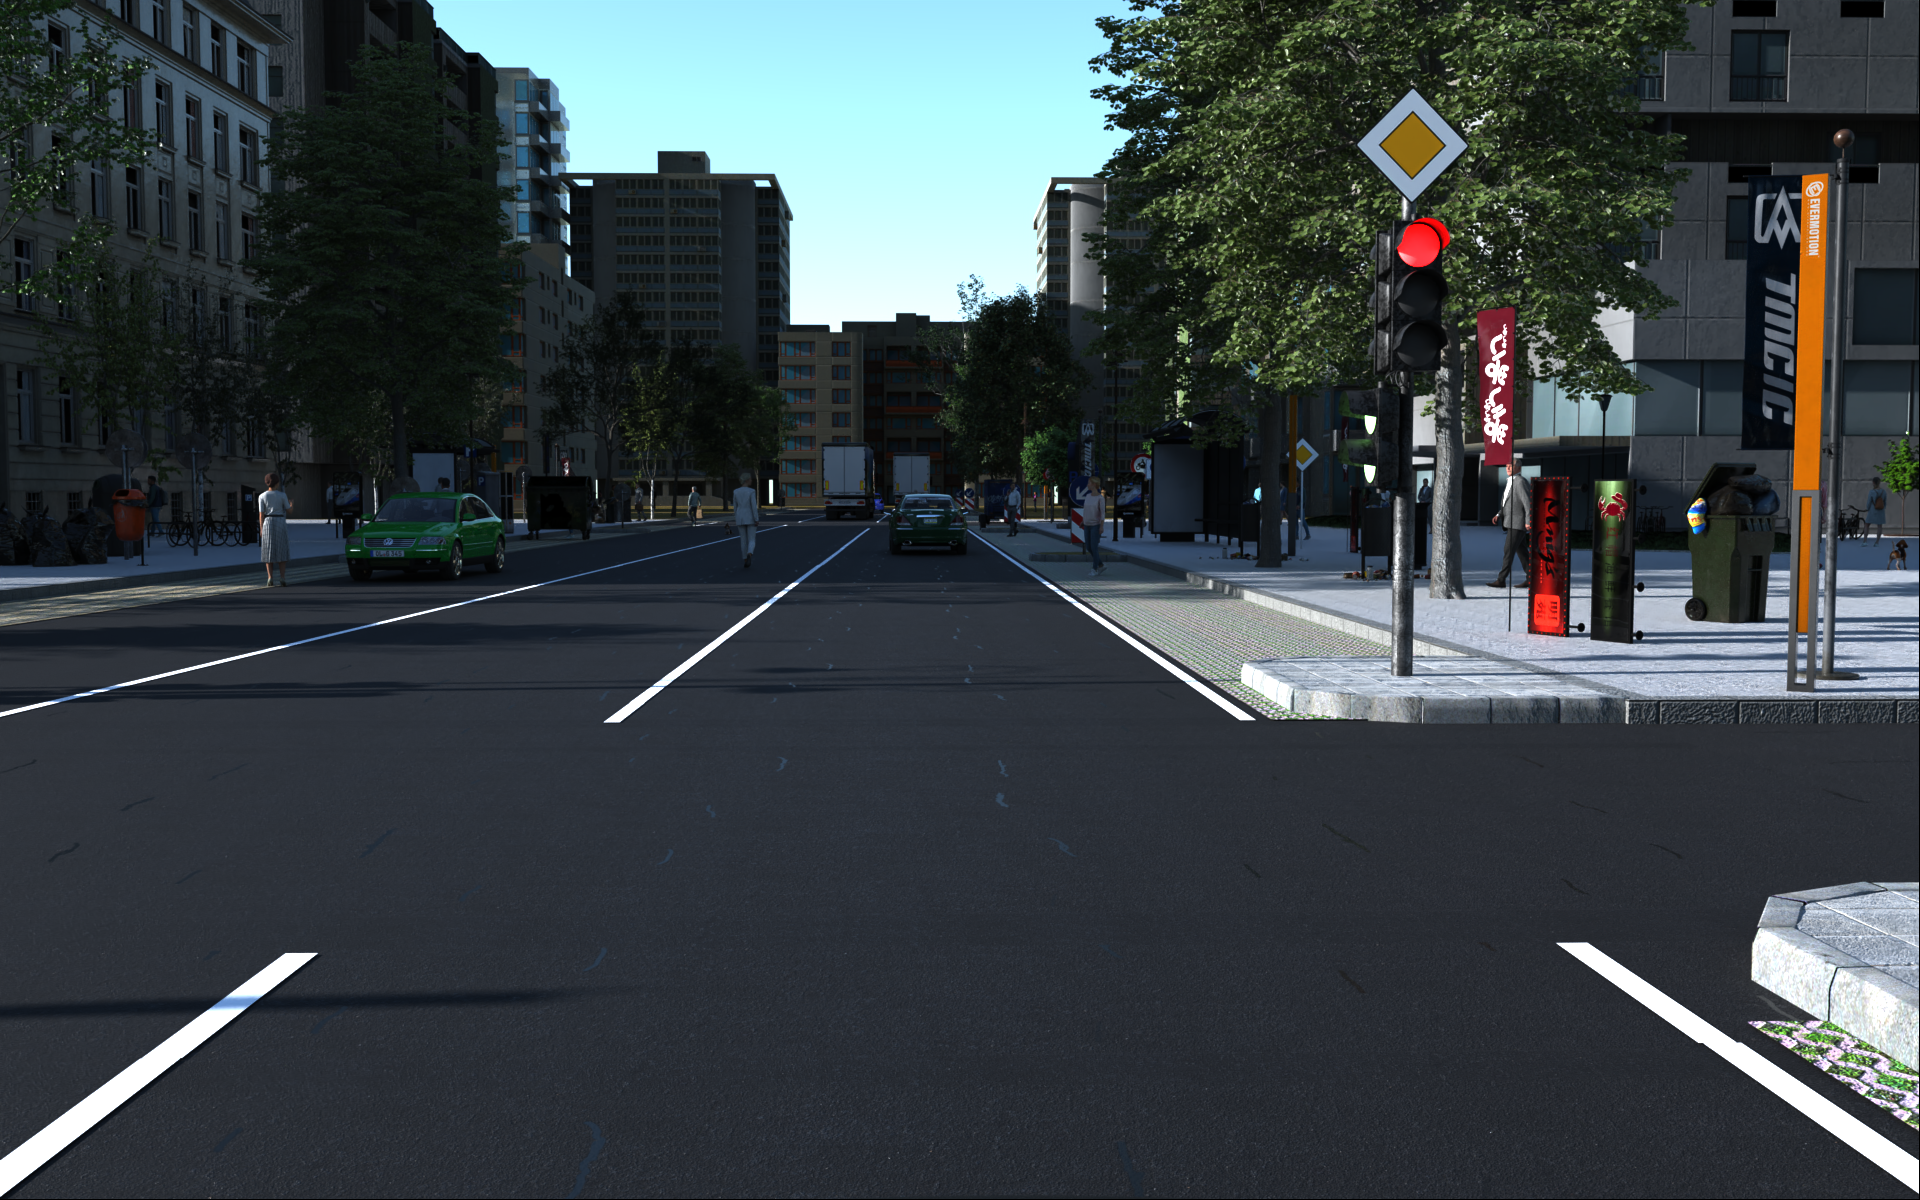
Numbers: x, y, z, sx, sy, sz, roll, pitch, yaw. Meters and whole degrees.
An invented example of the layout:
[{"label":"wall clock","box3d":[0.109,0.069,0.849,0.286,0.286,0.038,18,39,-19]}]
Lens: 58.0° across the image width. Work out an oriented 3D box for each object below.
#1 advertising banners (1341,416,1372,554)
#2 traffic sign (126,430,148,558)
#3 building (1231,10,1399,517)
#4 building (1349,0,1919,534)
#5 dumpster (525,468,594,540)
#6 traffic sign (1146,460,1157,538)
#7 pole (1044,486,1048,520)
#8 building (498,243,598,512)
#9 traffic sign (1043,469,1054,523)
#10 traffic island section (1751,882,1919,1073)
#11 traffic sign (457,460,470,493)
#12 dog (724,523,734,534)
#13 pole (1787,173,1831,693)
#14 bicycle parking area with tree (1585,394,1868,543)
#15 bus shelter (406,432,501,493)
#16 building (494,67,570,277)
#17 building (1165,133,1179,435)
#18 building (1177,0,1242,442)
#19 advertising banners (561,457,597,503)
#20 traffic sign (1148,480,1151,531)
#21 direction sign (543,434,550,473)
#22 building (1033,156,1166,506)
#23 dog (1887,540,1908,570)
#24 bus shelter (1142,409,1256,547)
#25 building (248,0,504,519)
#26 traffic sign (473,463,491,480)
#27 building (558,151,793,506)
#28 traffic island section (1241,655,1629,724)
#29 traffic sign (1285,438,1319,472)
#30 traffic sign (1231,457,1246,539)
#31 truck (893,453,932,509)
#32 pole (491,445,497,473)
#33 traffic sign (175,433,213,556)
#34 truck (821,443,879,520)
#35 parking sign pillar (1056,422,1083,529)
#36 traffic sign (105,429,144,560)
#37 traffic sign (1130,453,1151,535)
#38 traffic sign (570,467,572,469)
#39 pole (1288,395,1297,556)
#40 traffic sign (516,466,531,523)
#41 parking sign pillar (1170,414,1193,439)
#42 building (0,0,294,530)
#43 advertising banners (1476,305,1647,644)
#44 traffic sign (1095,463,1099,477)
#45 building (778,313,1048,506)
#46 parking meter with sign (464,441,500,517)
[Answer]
[{"label":"advertising banners","box3d":[8.629,-2.546,37.809,0.090,3.025,2.074,0,4,-4]},{"label":"traffic sign","box3d":[-16.548,-2.103,34.498,0.768,2.556,0.104,0,4,1]},{"label":"building","box3d":[29.137,-29.698,105.174,23.786,49.044,30.456,0,4,-1]},{"label":"building","box3d":[31.918,-29.241,67.325,28.713,52.752,27.495,0,4,-1]},{"label":"dumpster","box3d":[-12.455,-2.994,53.909,1.985,2.255,1.502,0,4,-3]},{"label":"traffic sign","box3d":[5.680,-2.941,50.207,0.606,2.300,0.079,0,4,6]},{"label":"pole","box3d":[4.301,-5.678,86.676,0.158,3.312,0.155,0,3,0]},{"label":"building","box3d":[-45.341,-17.709,134.579,28.899,21.520,27.650,0,4,-1]},{"label":"traffic sign","box3d":[4.005,-4.630,75.800,0.768,2.556,0.104,0,4,7]},{"label":"traffic island section","box3d":[3.356,1.101,4.275,2.009,0.180,2.903,0,4,-1]},{"label":"traffic sign","box3d":[-18.742,-3.970,65.011,0.768,2.556,0.104,0,4,-1]},{"label":"dog","box3d":[-8.176,-2.537,61.676,0.550,0.427,0.748,3,5,44]},{"label":"pole","box3d":[5.485,-1.061,11.191,0.158,3.312,0.155,0,3,0]},{"label":"bicycle parking area with tree","box3d":[20.685,-3.755,48.394,9.016,4.147,8.231,-3,4,-38]},{"label":"bus shelter","box3d":[-17.376,-4.000,59.319,2.014,3.302,5.546,0,4,-2]},{"label":"building","box3d":[-58.881,-35.137,194.105,30.456,49.044,23.786,0,4,-1]},{"label":"building","box3d":[23.599,-22.646,141.965,14.160,30.474,14.107,0,4,-1]},{"label":"building","box3d":[22.934,-27.153,127.545,14.154,41.232,14.086,0,4,-1]},{"label":"advertising banners","box3d":[-18.135,-5.272,82.378,2.074,3.025,0.090,2,4,28]},{"label":"traffic sign","box3d":[6.582,-3.666,60.053,0.768,2.556,0.104,0,4,0]},{"label":"direction sign","box3d":[-15.570,-4.479,65.232,0.379,3.537,0.876,-2,4,-27]},{"label":"building","box3d":[21.125,-31.171,201.534,23.993,40.220,32.217,0,4,-1]},{"label":"dog","box3d":[15.894,-0.766,29.356,0.406,0.507,0.540,0,4,7]},{"label":"bus shelter","box3d":[5.986,-3.066,44.051,2.014,3.302,5.546,0,4,-1]},{"label":"building","box3d":[-37.325,-20.575,108.095,14.160,30.474,14.107,0,4,-1]},{"label":"traffic sign","box3d":[-19.441,-4.298,70.379,0.768,2.556,0.104,0,4,2]},{"label":"building","box3d":[-31.764,-31.009,198.881,23.993,40.220,32.217,0,4,-1]},{"label":"traffic island section","box3d":[3.148,0.613,12.257,2.009,0.180,2.903,0,4,-1]},{"label":"traffic sign","box3d":[8.005,-2.489,40.430,0.795,2.593,0.064,0,4,-1]},{"label":"traffic sign","box3d":[7.718,-3.002,49.187,0.768,2.556,0.104,0,4,4]},{"label":"truck","box3d":[-3.369,-8.186,122.753,2.839,4.237,11.283,0,4,-1]},{"label":"pole","box3d":[-19.361,-4.780,71.994,0.158,3.312,0.155,0,3,0]},{"label":"traffic sign","box3d":[-15.905,-2.194,35.970,0.768,2.556,0.104,0,4,0]},{"label":"truck","box3d":[-6.302,-6.778,99.727,2.839,4.237,11.283,0,3,0]},{"label":"parking sign pillar","box3d":[4.297,-4.632,64.202,1.447,3.967,1.447,1,4,12]},{"label":"traffic sign","box3d":[-16.281,-2.058,33.756,0.768,2.556,0.104,0,4,4]},{"label":"traffic sign","box3d":[5.699,-3.302,54.092,0.768,2.556,0.104,0,4,6]},{"label":"traffic sign","box3d":[-18.702,-5.089,83.201,0.884,2.594,0.081,0,4,-1]},{"label":"pole","box3d":[6.866,-2.563,35.748,0.158,3.312,0.155,0,3,0]},{"label":"traffic sign","box3d":[-19.463,-4.723,77.321,0.768,2.556,0.104,0,4,2]},{"label":"parking sign pillar","box3d":[7.700,-4.263,58.167,1.447,3.967,1.447,-1,4,-17]},{"label":"building","box3d":[-36.107,-13.825,59.319,16.112,22.955,30.059,0,4,-1]},{"label":"advertising banners","box3d":[5.349,-1.187,15.600,0.090,3.025,2.074,-2,4,-25]},{"label":"traffic sign","box3d":[4.970,-4.081,66.831,0.768,2.556,0.104,0,4,-1]},{"label":"building","box3d":[-5.296,-21.645,198.932,28.899,21.520,27.650,0,4,-1]},{"label":"parking meter with sign","box3d":[-15.658,-3.750,57.578,0.543,3.016,1.738,2,4,26]}]
